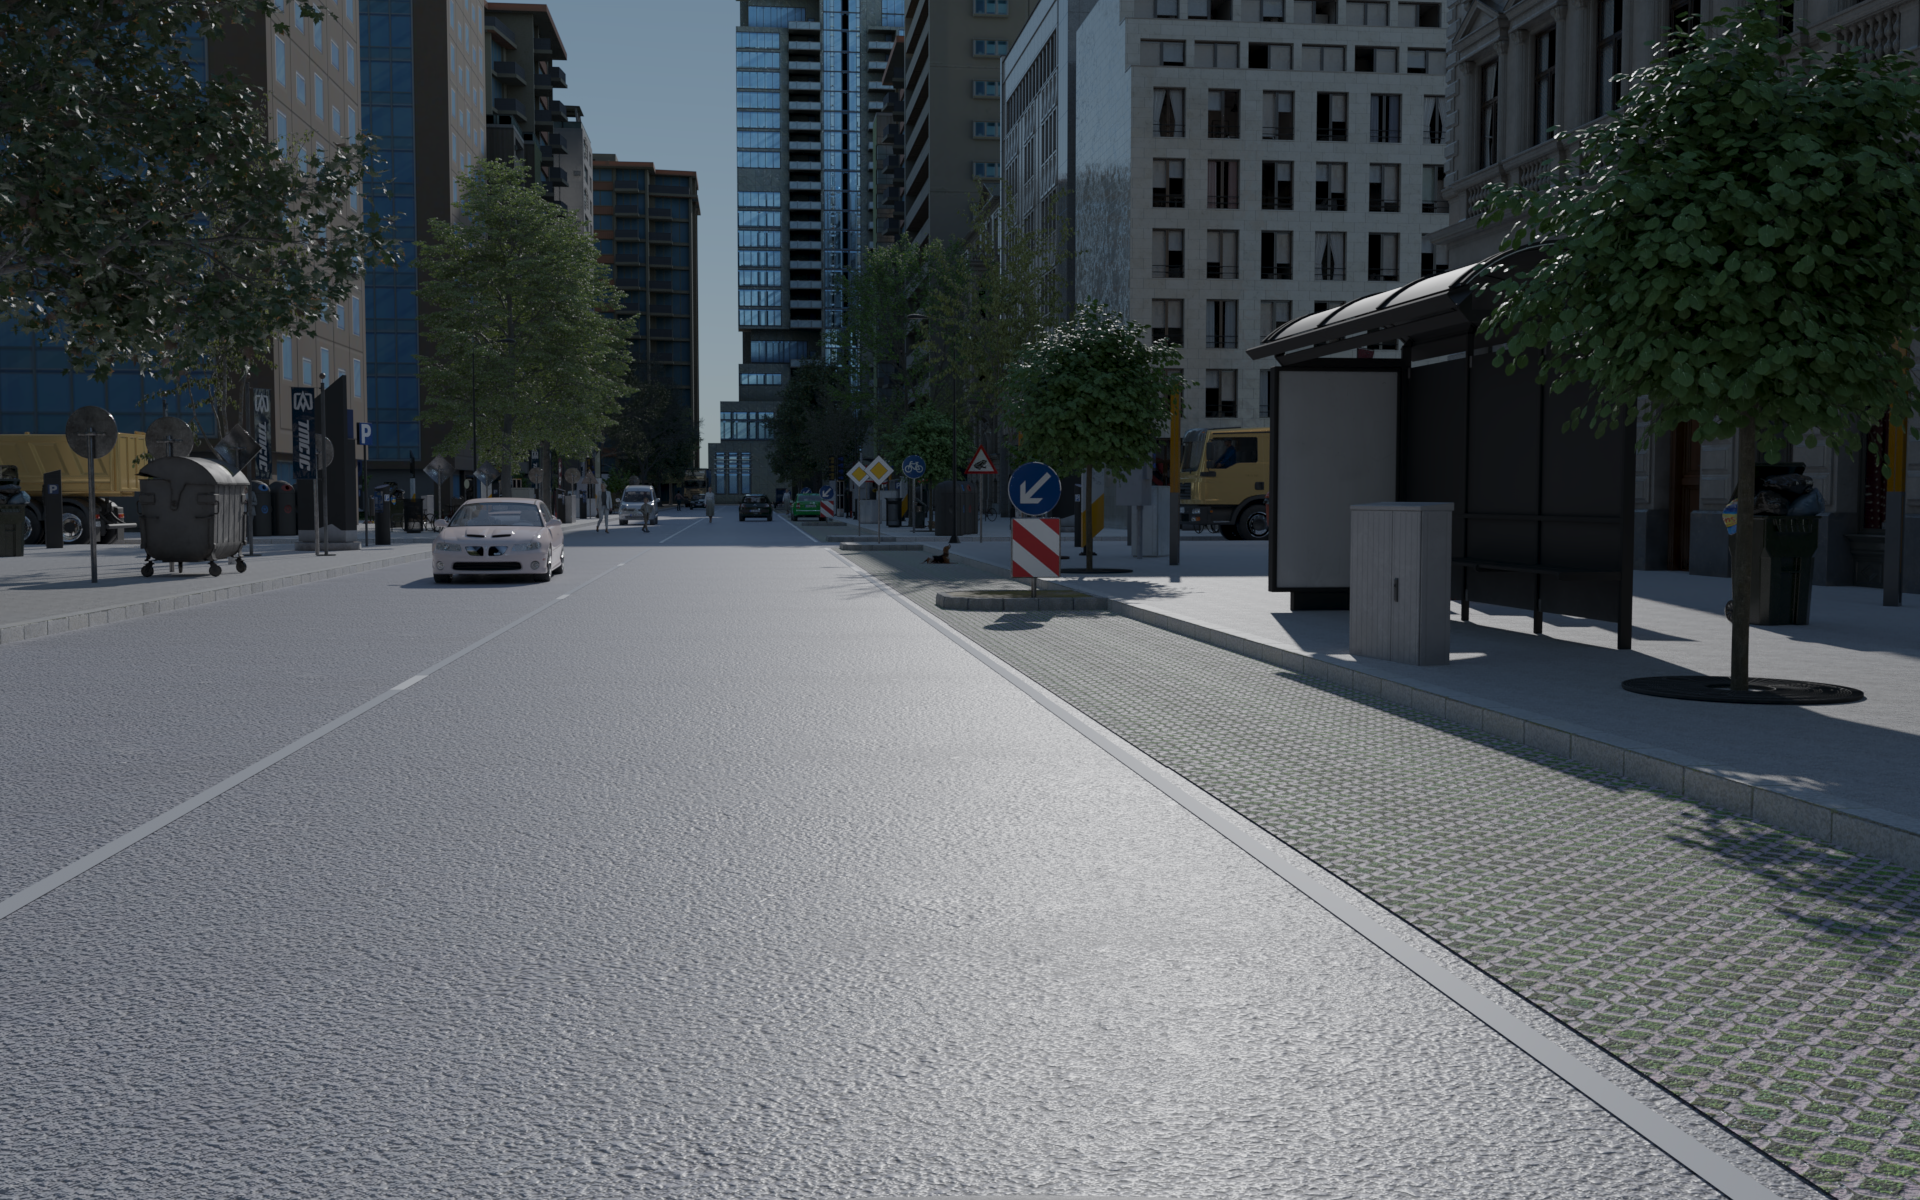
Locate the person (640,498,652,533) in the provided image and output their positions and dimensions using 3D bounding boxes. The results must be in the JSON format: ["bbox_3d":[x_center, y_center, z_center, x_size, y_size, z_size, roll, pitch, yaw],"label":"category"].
[{"bbox_3d":[-11.704,-3.173,64.643,0.475,1.303,0.640,-3,5,-45],"label":"person"}]

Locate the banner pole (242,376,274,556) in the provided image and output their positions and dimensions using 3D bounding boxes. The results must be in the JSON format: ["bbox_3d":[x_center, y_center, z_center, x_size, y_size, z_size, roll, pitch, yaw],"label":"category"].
[{"bbox_3d":[-14.609,-2.814,36.027,0.401,3.779,0.863,1,4,23],"label":"banner pole"}]

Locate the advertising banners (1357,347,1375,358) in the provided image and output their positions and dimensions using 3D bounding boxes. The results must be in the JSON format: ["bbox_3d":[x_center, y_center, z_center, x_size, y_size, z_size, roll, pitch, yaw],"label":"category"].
[{"bbox_3d":[4.422,-1.470,20.218,0.090,3.025,2.074,2,4,35],"label":"advertising banners"}]

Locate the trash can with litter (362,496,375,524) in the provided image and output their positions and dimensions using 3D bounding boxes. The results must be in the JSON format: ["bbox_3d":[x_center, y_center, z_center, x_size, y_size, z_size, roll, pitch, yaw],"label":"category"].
[{"bbox_3d":[-25.402,-3.936,75.417,1.678,1.210,2.233,0,4,-4],"label":"trash can with litter"}]

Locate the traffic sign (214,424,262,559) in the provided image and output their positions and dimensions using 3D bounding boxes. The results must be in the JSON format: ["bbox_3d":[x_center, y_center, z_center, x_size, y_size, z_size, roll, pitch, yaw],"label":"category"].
[{"bbox_3d":[-11.863,-1.669,28.480,0.795,2.450,0.064,0,4,0],"label":"traffic sign"}]

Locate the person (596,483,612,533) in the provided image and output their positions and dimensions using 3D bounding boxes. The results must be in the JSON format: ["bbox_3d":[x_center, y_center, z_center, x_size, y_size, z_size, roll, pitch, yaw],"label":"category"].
[{"bbox_3d":[-13.051,-3.362,63.345,0.514,1.842,0.818,-3,4,-36],"label":"person"}]

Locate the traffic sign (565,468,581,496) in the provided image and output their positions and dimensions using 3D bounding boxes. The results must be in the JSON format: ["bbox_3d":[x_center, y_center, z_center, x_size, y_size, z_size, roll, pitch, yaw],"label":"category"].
[{"bbox_3d":[-18.756,-5.123,83.872,0.768,2.556,0.104,0,4,-5],"label":"traffic sign"}]

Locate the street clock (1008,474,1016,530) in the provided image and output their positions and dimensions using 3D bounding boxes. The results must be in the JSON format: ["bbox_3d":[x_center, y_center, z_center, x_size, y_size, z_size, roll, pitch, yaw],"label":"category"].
[{"bbox_3d":[1.895,-3.514,62.019,0.358,2.002,0.471,-1,4,-13],"label":"street clock"}]

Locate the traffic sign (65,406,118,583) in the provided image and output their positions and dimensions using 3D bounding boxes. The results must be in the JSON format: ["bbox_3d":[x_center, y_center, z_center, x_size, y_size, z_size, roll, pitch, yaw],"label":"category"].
[{"bbox_3d":[-12.516,-1.521,24.967,0.768,2.556,0.104,0,4,3],"label":"traffic sign"}]

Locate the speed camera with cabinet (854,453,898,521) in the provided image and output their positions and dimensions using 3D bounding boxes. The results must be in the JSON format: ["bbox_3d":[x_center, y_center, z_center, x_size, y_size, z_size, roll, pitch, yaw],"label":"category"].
[{"bbox_3d":[-4.008,-5.417,82.902,2.038,3.252,0.660,0,4,4],"label":"speed camera with cabinet"}]

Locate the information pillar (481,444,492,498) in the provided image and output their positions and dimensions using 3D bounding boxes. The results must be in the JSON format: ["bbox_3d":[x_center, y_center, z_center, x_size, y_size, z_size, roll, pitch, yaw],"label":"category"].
[{"bbox_3d":[-21.490,-5.331,78.515,0.504,3.616,0.183,-3,5,-41],"label":"information pillar"}]

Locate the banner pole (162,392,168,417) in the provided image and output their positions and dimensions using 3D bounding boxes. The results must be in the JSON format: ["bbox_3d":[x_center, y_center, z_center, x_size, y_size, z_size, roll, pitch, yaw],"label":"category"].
[{"bbox_3d":[-19.307,-3.190,42.178,0.401,3.779,0.863,-2,4,-32],"label":"banner pole"}]

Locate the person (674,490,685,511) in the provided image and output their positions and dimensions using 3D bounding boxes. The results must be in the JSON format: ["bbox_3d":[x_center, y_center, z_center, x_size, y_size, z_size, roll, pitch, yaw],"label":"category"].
[{"bbox_3d":[-23.815,-8.429,147.030,1.217,1.736,0.721,2,4,35],"label":"person"}]

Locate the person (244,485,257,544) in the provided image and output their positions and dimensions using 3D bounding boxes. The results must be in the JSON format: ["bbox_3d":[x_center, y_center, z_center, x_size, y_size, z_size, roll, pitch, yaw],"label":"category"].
[{"bbox_3d":[-19.102,-2.304,46.359,0.537,1.800,0.526,-1,4,-11],"label":"person"}]

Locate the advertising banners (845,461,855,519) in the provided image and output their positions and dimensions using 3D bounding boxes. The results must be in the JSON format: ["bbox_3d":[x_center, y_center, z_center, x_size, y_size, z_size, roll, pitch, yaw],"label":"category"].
[{"bbox_3d":[-5.780,-5.835,91.594,0.090,3.025,2.074,1,4,10],"label":"advertising banners"}]

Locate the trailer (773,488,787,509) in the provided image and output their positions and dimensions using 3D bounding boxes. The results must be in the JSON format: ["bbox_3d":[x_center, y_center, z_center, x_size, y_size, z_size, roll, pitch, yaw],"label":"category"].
[{"bbox_3d":[-17.691,-10.030,171.032,1.471,1.999,3.904,-1,4,-8],"label":"trailer"}]

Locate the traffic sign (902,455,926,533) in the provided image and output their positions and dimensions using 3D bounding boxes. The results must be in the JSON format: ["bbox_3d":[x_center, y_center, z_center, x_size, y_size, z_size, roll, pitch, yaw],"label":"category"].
[{"bbox_3d":[-1.510,-3.461,56.698,0.768,2.556,0.104,0,4,-4],"label":"traffic sign"}]

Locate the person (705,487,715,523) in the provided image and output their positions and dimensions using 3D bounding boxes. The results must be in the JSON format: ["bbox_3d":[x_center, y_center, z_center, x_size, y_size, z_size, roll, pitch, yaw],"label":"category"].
[{"bbox_3d":[-12.437,-4.736,86.167,0.478,1.798,0.641,0,4,3],"label":"person"}]

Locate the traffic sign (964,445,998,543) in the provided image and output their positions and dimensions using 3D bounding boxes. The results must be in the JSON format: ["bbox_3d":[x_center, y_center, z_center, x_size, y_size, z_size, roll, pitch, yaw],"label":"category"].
[{"bbox_3d":[0.551,-2.779,45.436,0.884,2.594,0.081,0,4,-4],"label":"traffic sign"}]

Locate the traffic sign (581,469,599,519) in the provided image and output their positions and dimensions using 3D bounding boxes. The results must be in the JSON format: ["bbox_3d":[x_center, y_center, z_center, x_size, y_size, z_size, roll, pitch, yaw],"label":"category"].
[{"bbox_3d":[-19.197,-5.496,89.867,0.884,2.594,0.081,0,4,-4],"label":"traffic sign"}]

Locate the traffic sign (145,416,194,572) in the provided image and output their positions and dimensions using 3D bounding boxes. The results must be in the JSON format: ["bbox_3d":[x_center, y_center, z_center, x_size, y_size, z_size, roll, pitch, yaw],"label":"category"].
[{"bbox_3d":[-12.961,-1.731,28.410,0.768,2.556,0.104,0,4,-5],"label":"traffic sign"}]

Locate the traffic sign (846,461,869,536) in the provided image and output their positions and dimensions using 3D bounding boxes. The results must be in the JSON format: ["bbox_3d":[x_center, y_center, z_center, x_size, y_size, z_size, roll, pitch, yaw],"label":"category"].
[{"bbox_3d":[-3.071,-3.003,52.742,0.795,2.450,0.064,0,4,-7],"label":"traffic sign"}]

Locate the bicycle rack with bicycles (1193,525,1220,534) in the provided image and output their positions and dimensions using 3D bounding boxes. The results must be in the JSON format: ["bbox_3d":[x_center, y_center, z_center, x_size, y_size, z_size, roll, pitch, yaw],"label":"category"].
[{"bbox_3d":[8.837,-2.631,56.393,2.925,0.926,2.852,-2,4,-27],"label":"bicycle rack with bicycles"}]

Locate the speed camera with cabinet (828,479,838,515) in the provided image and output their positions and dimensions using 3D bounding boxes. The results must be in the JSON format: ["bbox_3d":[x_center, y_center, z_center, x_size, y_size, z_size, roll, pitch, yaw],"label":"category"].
[{"bbox_3d":[-7.644,-6.769,105.001,0.660,3.252,2.038,0,4,1],"label":"speed camera with cabinet"}]

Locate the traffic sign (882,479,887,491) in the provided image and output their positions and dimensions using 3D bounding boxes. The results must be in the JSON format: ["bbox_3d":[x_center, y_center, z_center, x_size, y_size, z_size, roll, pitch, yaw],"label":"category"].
[{"bbox_3d":[-4.066,-5.648,92.449,0.768,2.556,0.104,0,4,1],"label":"traffic sign"}]

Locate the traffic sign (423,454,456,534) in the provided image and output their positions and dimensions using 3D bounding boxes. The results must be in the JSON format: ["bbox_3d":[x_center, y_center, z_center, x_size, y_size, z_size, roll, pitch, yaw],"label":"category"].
[{"bbox_3d":[-13.064,-2.438,43.497,0.795,2.450,0.064,0,4,-7],"label":"traffic sign"}]

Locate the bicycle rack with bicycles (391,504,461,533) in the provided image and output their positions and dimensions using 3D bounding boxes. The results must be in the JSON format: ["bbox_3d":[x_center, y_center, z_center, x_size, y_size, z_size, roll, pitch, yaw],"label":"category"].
[{"bbox_3d":[-17.902,-2.802,59.191,2.852,0.926,2.925,1,4,23],"label":"bicycle rack with bicycles"}]

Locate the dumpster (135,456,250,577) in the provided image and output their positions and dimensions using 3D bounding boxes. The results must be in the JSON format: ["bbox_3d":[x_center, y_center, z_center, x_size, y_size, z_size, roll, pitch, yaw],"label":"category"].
[{"bbox_3d":[-12.127,-1.324,27.402,1.264,1.857,1.865,0,4,-7],"label":"dumpster"}]

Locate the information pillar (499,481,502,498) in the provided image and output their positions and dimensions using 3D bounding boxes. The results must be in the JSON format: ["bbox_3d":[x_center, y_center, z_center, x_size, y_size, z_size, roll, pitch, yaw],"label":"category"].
[{"bbox_3d":[-24.885,-5.479,94.074,0.304,2.012,0.304,-1,4,-18],"label":"information pillar"}]

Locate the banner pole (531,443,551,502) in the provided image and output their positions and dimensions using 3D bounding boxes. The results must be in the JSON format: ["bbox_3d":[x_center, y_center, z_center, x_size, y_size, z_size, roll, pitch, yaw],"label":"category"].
[{"bbox_3d":[-20.651,-5.795,84.762,0.863,3.779,0.401,2,4,27],"label":"banner pole"}]

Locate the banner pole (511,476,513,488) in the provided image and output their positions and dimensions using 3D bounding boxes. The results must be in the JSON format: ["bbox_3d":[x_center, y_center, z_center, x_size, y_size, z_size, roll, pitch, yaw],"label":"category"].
[{"bbox_3d":[-22.398,-5.883,86.205,0.401,3.779,0.863,-2,4,-35],"label":"banner pole"}]

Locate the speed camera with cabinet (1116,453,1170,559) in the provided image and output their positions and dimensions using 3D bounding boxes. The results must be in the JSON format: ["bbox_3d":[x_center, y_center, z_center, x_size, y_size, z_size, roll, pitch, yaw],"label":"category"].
[{"bbox_3d":[3.710,-2.484,34.955,0.660,3.252,2.038,1,4,23],"label":"speed camera with cabinet"}]

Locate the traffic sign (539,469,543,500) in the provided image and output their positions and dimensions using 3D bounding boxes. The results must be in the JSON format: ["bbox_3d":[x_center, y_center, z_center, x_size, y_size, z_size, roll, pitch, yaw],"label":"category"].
[{"bbox_3d":[-20.733,-5.225,85.533,0.768,2.556,0.104,0,4,-2],"label":"traffic sign"}]

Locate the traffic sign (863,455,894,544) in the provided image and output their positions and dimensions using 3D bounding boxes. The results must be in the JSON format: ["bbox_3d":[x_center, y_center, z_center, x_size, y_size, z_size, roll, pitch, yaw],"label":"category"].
[{"bbox_3d":[-2.099,-2.518,44.816,0.795,2.450,0.064,0,4,-7],"label":"traffic sign"}]

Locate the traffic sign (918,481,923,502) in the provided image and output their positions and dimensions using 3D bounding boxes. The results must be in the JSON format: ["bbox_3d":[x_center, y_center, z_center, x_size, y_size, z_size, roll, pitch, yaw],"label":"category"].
[{"bbox_3d":[-1.716,-4.732,77.469,0.768,2.556,0.104,0,4,-5],"label":"traffic sign"}]

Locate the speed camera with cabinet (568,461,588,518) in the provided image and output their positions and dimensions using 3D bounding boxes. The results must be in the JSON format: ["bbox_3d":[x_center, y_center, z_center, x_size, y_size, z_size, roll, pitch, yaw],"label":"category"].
[{"bbox_3d":[-20.354,-5.982,92.147,0.660,3.252,2.038,-2,4,-26],"label":"speed camera with cabinet"}]

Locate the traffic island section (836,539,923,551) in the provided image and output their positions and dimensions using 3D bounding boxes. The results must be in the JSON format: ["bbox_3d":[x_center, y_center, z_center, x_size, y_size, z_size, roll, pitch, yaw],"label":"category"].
[{"bbox_3d":[-2.076,-1.383,44.896,2.009,0.180,2.903,0,4,-7],"label":"traffic island section"}]

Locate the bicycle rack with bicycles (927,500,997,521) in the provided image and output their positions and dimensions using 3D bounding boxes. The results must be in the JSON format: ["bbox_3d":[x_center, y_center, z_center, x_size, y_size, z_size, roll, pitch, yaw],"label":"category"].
[{"bbox_3d":[-0.050,-4.162,81.424,2.852,0.926,2.925,-3,5,-40],"label":"bicycle rack with bicycles"}]

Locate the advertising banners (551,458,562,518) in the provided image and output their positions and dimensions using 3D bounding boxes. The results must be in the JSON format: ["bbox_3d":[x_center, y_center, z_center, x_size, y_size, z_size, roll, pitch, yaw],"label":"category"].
[{"bbox_3d":[-19.662,-5.389,84.299,0.090,3.025,2.074,-2,4,-27],"label":"advertising banners"}]

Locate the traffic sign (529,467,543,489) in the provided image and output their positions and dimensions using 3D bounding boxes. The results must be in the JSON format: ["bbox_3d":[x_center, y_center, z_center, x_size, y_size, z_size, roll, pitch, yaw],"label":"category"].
[{"bbox_3d":[-20.154,-5.037,82.467,0.768,2.556,0.104,0,4,-2],"label":"traffic sign"}]

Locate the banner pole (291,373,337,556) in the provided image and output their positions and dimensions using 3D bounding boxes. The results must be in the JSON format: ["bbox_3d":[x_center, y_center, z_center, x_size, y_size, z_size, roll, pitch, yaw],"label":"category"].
[{"bbox_3d":[-13.366,-2.798,35.762,0.863,3.779,0.401,-2,4,-34],"label":"banner pole"}]

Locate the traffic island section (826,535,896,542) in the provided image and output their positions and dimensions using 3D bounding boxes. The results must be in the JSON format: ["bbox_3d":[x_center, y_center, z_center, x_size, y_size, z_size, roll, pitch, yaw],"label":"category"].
[{"bbox_3d":[-3.048,-1.868,52.822,2.009,0.180,2.903,0,4,-7],"label":"traffic island section"}]

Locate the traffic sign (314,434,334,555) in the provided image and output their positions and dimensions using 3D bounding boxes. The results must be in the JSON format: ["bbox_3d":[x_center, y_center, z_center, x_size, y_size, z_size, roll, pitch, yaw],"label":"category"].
[{"bbox_3d":[-13.591,-2.229,36.543,0.768,2.556,0.104,0,4,-1],"label":"traffic sign"}]

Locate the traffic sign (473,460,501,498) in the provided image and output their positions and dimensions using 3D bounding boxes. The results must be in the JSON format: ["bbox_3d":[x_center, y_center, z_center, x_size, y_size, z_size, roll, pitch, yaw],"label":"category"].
[{"bbox_3d":[-14.036,-2.922,51.423,0.795,2.450,0.064,0,4,-7],"label":"traffic sign"}]

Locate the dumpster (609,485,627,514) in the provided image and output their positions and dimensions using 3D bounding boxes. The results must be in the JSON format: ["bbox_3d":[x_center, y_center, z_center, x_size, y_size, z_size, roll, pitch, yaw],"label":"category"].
[{"bbox_3d":[-25.017,-7.492,124.995,1.502,2.255,1.985,0,4,-7],"label":"dumpster"}]

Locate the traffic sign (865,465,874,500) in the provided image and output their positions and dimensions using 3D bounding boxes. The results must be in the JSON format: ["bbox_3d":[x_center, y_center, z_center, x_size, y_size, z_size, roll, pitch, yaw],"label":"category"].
[{"bbox_3d":[-4.161,-4.721,77.184,0.884,2.594,0.081,0,4,-5],"label":"traffic sign"}]

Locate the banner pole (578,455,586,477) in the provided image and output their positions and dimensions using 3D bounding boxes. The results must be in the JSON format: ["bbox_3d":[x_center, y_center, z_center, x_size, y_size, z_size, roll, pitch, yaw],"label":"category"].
[{"bbox_3d":[-23.943,-7.312,109.561,0.401,3.779,0.863,2,4,29],"label":"banner pole"}]

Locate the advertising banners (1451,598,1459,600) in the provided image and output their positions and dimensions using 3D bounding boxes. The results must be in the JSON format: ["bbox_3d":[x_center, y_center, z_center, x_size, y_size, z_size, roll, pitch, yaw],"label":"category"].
[{"bbox_3d":[6.127,-1.507,20.828,2.074,3.025,0.090,1,4,14],"label":"advertising banners"}]

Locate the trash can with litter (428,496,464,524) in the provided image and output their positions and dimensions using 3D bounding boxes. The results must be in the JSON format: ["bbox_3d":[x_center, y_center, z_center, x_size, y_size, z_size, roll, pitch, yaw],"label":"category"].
[{"bbox_3d":[-22.202,-3.923,75.197,2.233,1.210,1.678,-1,4,-14],"label":"trash can with litter"}]

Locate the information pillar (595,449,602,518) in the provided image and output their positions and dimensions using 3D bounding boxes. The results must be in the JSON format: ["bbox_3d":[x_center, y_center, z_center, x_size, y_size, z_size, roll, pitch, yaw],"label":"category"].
[{"bbox_3d":[-18.976,-6.092,90.958,0.183,3.616,0.504,-3,5,-44],"label":"information pillar"}]

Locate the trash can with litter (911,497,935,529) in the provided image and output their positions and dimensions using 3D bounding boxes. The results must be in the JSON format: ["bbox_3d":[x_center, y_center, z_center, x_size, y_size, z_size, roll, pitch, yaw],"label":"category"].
[{"bbox_3d":[-1.287,-3.246,64.458,1.055,1.170,0.624,1,4,12],"label":"trash can with litter"}]

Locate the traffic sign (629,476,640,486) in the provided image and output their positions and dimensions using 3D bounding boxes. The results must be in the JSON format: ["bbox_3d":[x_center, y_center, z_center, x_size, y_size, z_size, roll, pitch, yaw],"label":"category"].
[{"bbox_3d":[-22.538,-7.323,119.832,0.768,2.556,0.104,0,4,-5],"label":"traffic sign"}]

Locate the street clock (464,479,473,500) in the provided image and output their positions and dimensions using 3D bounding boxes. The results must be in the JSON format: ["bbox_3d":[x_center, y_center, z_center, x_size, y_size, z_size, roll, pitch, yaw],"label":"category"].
[{"bbox_3d":[-23.656,-4.823,83.425,0.471,2.002,0.358,3,5,42],"label":"street clock"}]

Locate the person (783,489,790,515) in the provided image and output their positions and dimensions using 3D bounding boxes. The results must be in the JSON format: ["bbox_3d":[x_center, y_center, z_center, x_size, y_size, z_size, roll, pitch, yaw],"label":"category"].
[{"bbox_3d":[-12.019,-6.834,120.461,0.478,1.798,0.641,2,4,26],"label":"person"}]
